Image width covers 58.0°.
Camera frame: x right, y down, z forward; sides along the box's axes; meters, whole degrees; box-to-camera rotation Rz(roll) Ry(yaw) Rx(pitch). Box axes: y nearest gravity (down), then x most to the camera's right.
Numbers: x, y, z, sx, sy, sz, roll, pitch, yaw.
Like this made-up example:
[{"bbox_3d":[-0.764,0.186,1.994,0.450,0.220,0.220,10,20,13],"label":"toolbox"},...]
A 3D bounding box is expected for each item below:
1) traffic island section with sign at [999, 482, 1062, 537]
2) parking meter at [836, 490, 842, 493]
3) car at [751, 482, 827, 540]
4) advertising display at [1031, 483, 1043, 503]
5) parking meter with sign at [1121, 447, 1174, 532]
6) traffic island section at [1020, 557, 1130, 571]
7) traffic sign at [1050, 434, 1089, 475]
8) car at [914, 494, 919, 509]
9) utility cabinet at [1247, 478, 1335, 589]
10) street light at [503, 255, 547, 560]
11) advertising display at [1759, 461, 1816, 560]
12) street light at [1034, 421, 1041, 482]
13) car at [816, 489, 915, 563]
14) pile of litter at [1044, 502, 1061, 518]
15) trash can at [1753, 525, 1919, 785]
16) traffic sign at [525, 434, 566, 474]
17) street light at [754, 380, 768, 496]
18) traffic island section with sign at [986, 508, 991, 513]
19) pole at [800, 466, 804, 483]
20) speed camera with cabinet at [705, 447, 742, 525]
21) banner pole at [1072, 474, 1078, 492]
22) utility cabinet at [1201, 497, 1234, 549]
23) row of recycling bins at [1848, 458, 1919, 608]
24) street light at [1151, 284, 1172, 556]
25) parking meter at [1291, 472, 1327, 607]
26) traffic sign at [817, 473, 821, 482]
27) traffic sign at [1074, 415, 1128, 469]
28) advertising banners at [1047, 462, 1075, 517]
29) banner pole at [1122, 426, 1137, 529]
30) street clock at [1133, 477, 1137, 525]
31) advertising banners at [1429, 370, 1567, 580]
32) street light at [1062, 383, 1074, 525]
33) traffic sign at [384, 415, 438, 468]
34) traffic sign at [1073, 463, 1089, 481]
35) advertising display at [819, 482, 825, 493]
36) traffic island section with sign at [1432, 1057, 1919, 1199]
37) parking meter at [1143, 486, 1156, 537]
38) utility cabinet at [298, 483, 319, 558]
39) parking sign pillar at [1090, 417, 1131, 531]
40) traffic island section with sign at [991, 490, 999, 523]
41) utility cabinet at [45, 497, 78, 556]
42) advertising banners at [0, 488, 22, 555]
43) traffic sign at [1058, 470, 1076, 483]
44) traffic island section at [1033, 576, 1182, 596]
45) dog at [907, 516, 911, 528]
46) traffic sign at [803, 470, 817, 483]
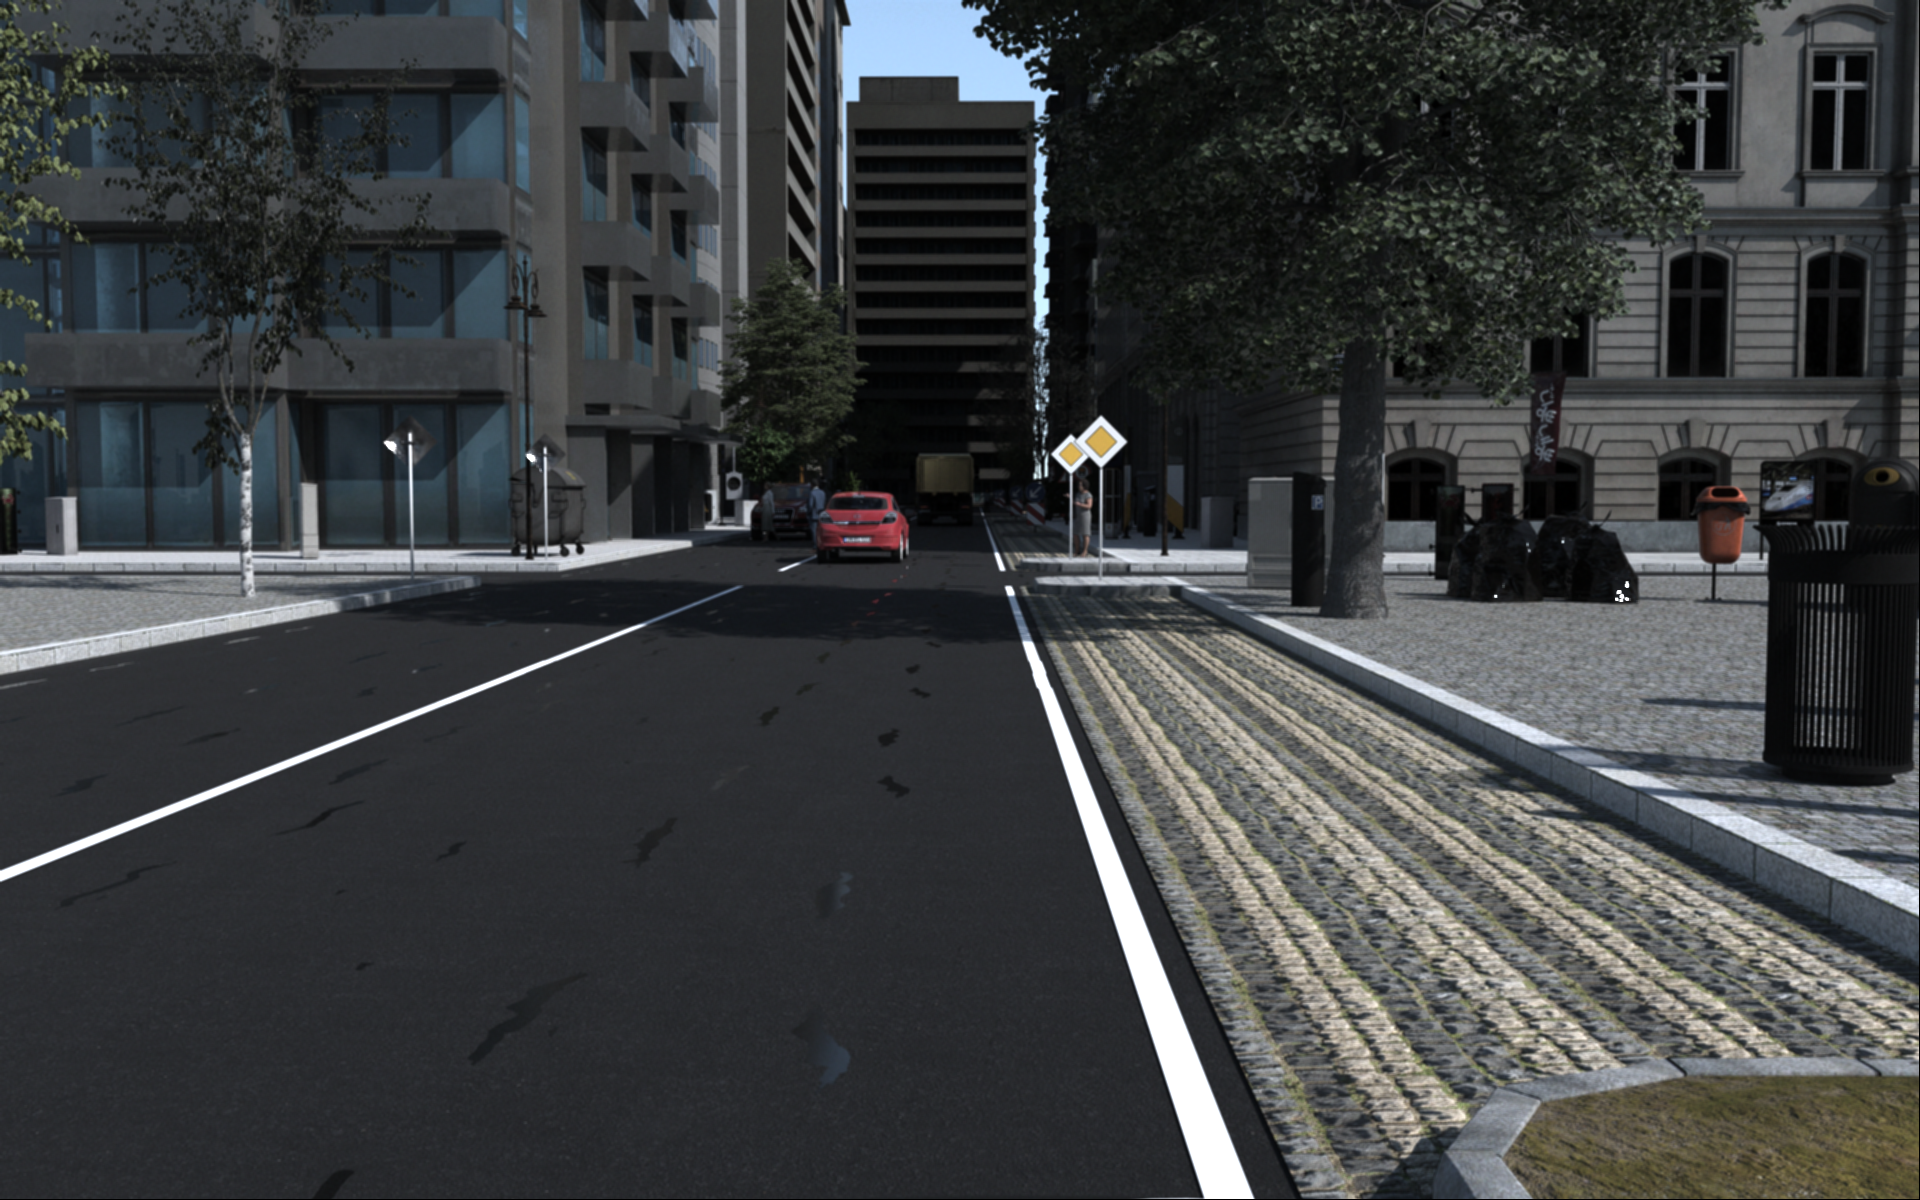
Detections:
[{"bbox_3d":[2.400,-3.026,58.105,1.989,1.847,2.006,0,4,1],"label":"traffic island section with sign"},{"bbox_3d":[-7.344,-5.918,105.166,0.372,1.533,0.369,0,3,0],"label":"parking meter"},{"bbox_3d":[-5.404,-2.867,55.549,2.281,1.827,5.304,0,4,2],"label":"car"},{"bbox_3d":[4.571,-5.998,103.275,0.123,1.923,0.974,-3,5,-39],"label":"advertising display"},{"bbox_3d":[6.299,-3.784,58.127,1.738,3.016,0.543,0,4,3],"label":"parking meter with sign"},{"bbox_3d":[2.182,-0.687,33.507,2.009,0.180,2.903,0,4,1],"label":"traffic island section"},{"bbox_3d":[2.158,-1.910,33.424,0.795,2.593,0.064,0,4,1],"label":"traffic sign"},{"bbox_3d":[-3.523,-9.758,169.767,2.015,1.641,3.980,0,4,-1],"label":"car"},{"bbox_3d":[4.477,-0.893,23.280,1.173,1.500,0.318,1,4,23],"label":"utility cabinet"},{"bbox_3d":[-8.423,-3.726,33.715,0.468,5.910,1.993,0,4,1],"label":"street light"},{"bbox_3d":[16.016,-1.733,33.544,0.974,1.923,0.123,1,4,22],"label":"advertising display"},{"bbox_3d":[4.857,-8.273,108.043,0.468,5.910,1.993,0,4,1],"label":"street light"},{"bbox_3d":[-2.069,-1.737,37.442,2.155,1.783,4.494,0,4,1],"label":"car"},{"bbox_3d":[4.825,-4.820,92.769,1.176,0.858,1.719,0,4,7],"label":"pile of litter"},{"bbox_3d":[3.971,0.235,7.813,0.748,1.137,0.748,0,3,0],"label":"trash can"},{"bbox_3d":[-8.035,-1.917,33.535,0.795,2.593,0.064,0,4,1],"label":"traffic sign"},{"bbox_3d":[-8.090,-5.976,70.502,0.468,5.910,1.993,0,4,1],"label":"street light"},{"bbox_3d":[3.104,-7.745,135.257,1.989,1.847,2.006,0,4,1],"label":"traffic island section with sign"},{"bbox_3d":[-8.188,-5.862,89.687,0.158,3.312,0.155,0,3,0],"label":"pole"},{"bbox_3d":[-10.157,-4.783,72.532,2.038,3.252,0.660,-1,4,-9],"label":"speed camera with cabinet"},{"bbox_3d":[6.820,-6.839,101.829,0.863,3.779,0.401,0,4,5],"label":"banner pole"},{"bbox_3d":[6.116,-1.837,41.200,0.306,1.237,1.020,3,5,41],"label":"utility cabinet"},{"bbox_3d":[11.043,-0.693,18.437,1.069,1.692,3.534,-1,4,-21],"label":"row of recycling bins"},{"bbox_3d":[4.261,-3.860,35.891,0.468,5.910,1.993,0,4,1],"label":"street light"},{"bbox_3d":[3.978,-0.695,19.767,0.372,1.533,0.369,0,3,0],"label":"parking meter"},{"bbox_3d":[-8.306,-6.050,99.021,0.768,2.556,0.104,0,4,8],"label":"traffic sign"},{"bbox_3d":[2.087,-1.422,25.440,0.795,2.593,0.064,0,4,1],"label":"traffic sign"},{"bbox_3d":[5.748,-6.076,95.533,2.074,3.025,0.090,2,4,28],"label":"advertising banners"},{"bbox_3d":[6.169,-4.516,63.848,0.401,3.779,0.863,-3,4,-37],"label":"banner pole"},{"bbox_3d":[7.310,-4.102,71.639,0.471,2.002,0.358,1,4,18],"label":"street clock"},{"bbox_3d":[7.825,-1.779,25.272,2.074,3.025,0.090,3,5,44],"label":"advertising banners"},{"bbox_3d":[4.474,-6.083,72.245,0.468,5.910,1.993,0,4,1],"label":"street light"},{"bbox_3d":[-8.107,-1.429,25.551,0.795,2.593,0.064,0,4,1],"label":"traffic sign"},{"bbox_3d":[4.954,-4.297,70.359,0.768,2.556,0.104,1,4,9],"label":"traffic sign"},{"bbox_3d":[-7.569,-5.338,92.494,0.123,1.923,0.974,2,4,34],"label":"advertising display"},{"bbox_3d":[1.911,0.351,2.892,1.989,1.847,2.006,0,4,1],"label":"traffic island section with sign"},{"bbox_3d":[5.731,-2.686,52.333,0.372,1.533,0.369,0,3,0],"label":"parking meter"},{"bbox_3d":[-13.003,-1.585,34.600,0.318,1.500,1.173,-2,4,-24],"label":"utility cabinet"},{"bbox_3d":[5.322,-4.440,61.058,1.447,3.967,1.447,-2,4,-30],"label":"parking sign pillar"},{"bbox_3d":[2.647,-4.682,85.185,1.989,1.847,2.006,0,4,1],"label":"traffic island section with sign"},{"bbox_3d":[-18.944,-1.549,36.494,1.020,1.237,0.306,3,5,44],"label":"utility cabinet"},{"bbox_3d":[-20.232,-2.418,35.727,0.090,3.025,2.074,1,4,15],"label":"advertising banners"},{"bbox_3d":[5.024,-4.974,81.329,0.884,2.594,0.081,0,4,2],"label":"traffic sign"},{"bbox_3d":[2.111,-0.198,25.522,2.009,0.180,2.903,0,4,1],"label":"traffic island section"},{"bbox_3d":[-2.228,-3.367,74.337,0.406,0.507,0.540,-2,4,-34],"label":"dog"},{"bbox_3d":[-7.906,-5.555,90.936,0.768,2.556,0.104,0,4,6],"label":"traffic sign"}]
